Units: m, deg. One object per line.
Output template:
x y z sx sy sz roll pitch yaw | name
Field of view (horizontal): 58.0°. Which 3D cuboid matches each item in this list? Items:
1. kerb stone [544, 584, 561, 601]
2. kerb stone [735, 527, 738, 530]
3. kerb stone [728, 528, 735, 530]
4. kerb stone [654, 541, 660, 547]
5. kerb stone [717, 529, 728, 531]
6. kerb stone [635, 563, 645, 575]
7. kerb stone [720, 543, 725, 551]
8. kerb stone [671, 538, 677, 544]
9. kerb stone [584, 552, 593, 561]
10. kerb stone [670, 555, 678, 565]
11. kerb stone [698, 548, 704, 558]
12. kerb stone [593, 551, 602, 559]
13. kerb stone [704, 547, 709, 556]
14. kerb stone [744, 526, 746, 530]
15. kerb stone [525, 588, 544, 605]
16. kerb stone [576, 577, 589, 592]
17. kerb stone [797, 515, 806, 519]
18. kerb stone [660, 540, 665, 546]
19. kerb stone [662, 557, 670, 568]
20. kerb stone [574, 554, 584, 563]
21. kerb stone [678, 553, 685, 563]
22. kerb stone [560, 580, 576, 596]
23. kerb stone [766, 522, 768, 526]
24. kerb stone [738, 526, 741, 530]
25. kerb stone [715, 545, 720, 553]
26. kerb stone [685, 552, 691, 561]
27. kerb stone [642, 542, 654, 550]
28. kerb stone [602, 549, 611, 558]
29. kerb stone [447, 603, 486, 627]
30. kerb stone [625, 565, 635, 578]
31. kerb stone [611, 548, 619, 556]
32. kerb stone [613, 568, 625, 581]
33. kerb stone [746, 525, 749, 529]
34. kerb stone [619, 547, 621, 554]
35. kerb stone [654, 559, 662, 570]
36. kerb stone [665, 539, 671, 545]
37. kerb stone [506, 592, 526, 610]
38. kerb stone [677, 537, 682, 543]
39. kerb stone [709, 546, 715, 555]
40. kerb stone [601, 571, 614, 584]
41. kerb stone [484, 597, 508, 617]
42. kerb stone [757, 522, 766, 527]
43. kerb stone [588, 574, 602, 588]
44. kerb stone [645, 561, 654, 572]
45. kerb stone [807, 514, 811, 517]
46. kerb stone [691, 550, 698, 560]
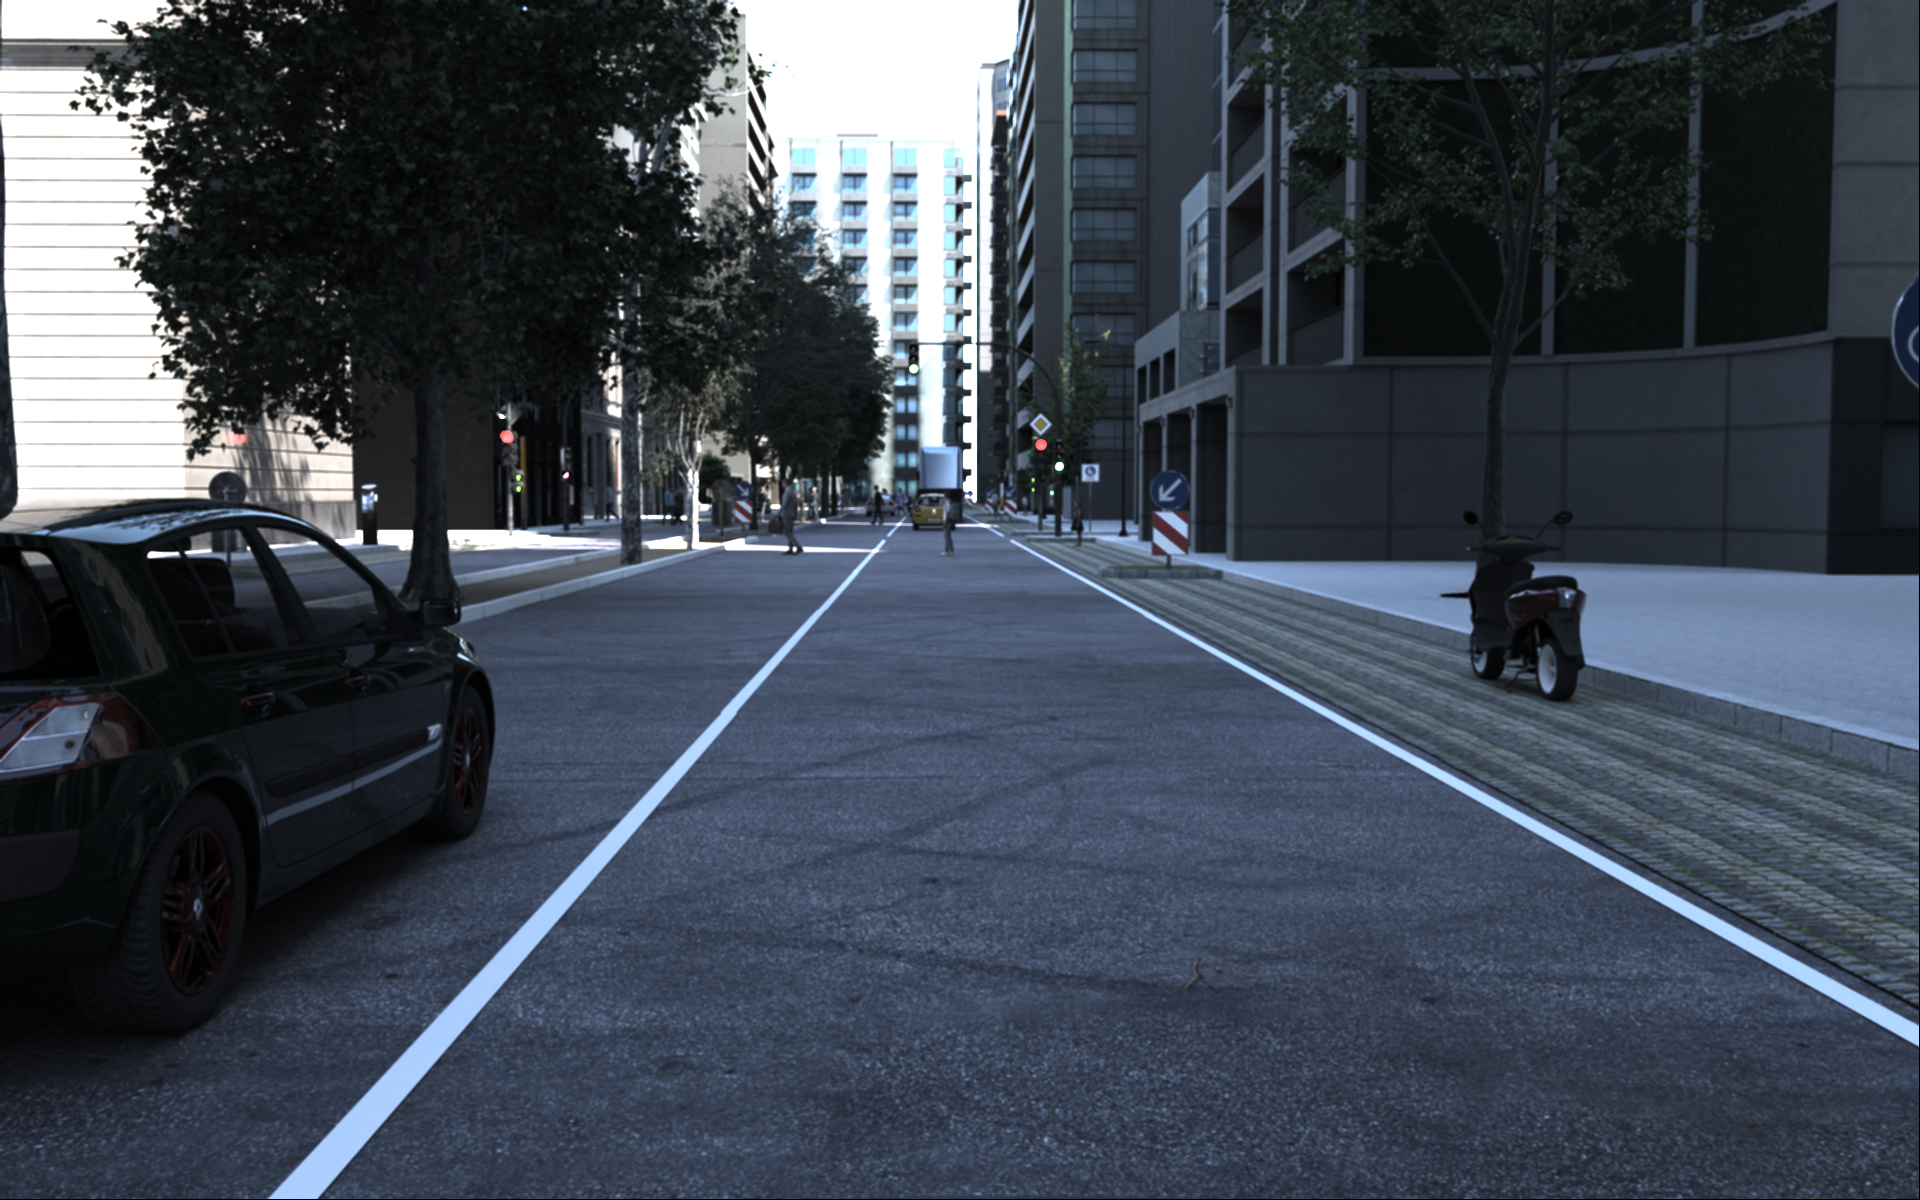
-5.655 -0.090 23.671 0.120 0.150 1.000 0 4 -1 | kerb stone
-8.562 -2.625 65.118 0.120 0.150 1.000 0 4 -1 | kerb stone
-8.541 -2.562 64.086 0.120 0.150 1.000 0 4 -1 | kerb stone
-8.196 -1.460 46.111 0.120 0.150 1.000 0 4 -1 | kerb stone
-8.503 -2.437 62.035 0.120 0.150 1.000 0 4 -1 | kerb stone
-5.800 -0.527 30.844 0.120 0.150 1.000 0 4 -1 | kerb stone
-6.037 -1.278 43.136 0.120 0.150 1.000 0 4 -1 | kerb stone
-8.255 -1.650 49.196 0.120 0.150 1.000 0 4 -1 | kerb stone
-8.019 -0.899 36.890 0.120 0.150 1.000 0 4 -1 | kerb stone
-5.879 -0.779 34.933 0.120 0.150 1.000 0 4 -1 | kerb stone
-5.956 -1.029 39.028 0.120 0.150 1.000 0 4 -1 | kerb stone
-8.044 -0.962 37.917 0.120 0.150 1.000 0 4 -1 | kerb stone
-5.978 -1.092 40.051 0.120 0.150 1.000 0 4 -1 | kerb stone
-8.624 -2.813 68.192 0.120 0.150 1.000 0 4 -1 | kerb stone
-5.648 -0.027 22.649 0.120 0.150 1.000 0 4 -1 | kerb stone
-5.701 -0.216 25.721 0.120 0.150 1.000 0 4 -1 | kerb stone
-9.254 -4.822 101.037 0.120 0.150 1.000 0 4 -1 | kerb stone
-8.221 -1.525 47.132 0.120 0.150 1.000 0 4 -1 | kerb stone
-5.856 -0.717 33.912 0.120 0.150 1.000 0 4 -1 | kerb stone
-7.993 -0.836 35.868 0.120 0.150 1.000 0 4 -1 | kerb stone
-5.901 -0.842 35.956 0.120 0.150 1.000 0 4 -1 | kerb stone
-5.677 -0.153 24.694 0.120 0.150 1.000 0 4 -1 | kerb stone
-8.807 -3.377 77.446 0.120 0.150 1.000 0 4 -1 | kerb stone
-8.584 -2.686 66.144 0.120 0.150 1.000 0 4 -1 | kerb stone
-6.020 -1.218 42.105 0.120 0.150 1.000 0 4 -1 | kerb stone
-5.922 -0.904 36.984 0.120 0.150 1.000 0 4 -1 | kerb stone
-8.180 -1.391 45.082 0.120 0.150 1.000 0 4 -1 | kerb stone
-8.057 -1.024 38.939 0.120 0.150 1.000 0 4 -1 | kerb stone
-5.576 0.160 19.577 0.120 0.150 1.000 0 4 -1 | kerb stone
-5.781 -0.466 29.820 0.120 0.150 1.000 0 4 -1 | kerb stone
-8.069 -1.087 39.961 0.120 0.150 1.000 0 4 -1 | kerb stone
-5.767 -0.399 28.791 0.120 0.150 1.000 0 4 -1 | kerb stone
-8.644 -2.875 69.218 0.120 0.150 1.000 0 4 -1 | kerb stone
-8.098 -1.149 40.984 0.120 0.150 1.000 0 4 -1 | kerb stone
-5.840 -0.651 32.887 0.120 0.150 1.000 0 4 -1 | kerb stone
-8.236 -1.582 48.166 0.120 0.150 1.000 0 4 -1 | kerb stone
-5.623 0.038 21.621 0.120 0.150 1.000 0 4 -1 | kerb stone
-8.276 -1.714 50.217 0.120 0.150 1.000 0 4 -1 | kerb stone
-5.997 -1.154 41.078 0.120 0.150 1.000 0 4 -1 | kerb stone
-5.739 -0.341 27.770 0.120 0.150 1.000 0 4 -1 | kerb stone
-5.595 0.103 20.599 0.120 0.150 1.000 0 4 -1 | kerb stone
-8.782 -3.315 76.418 0.120 0.150 1.000 0 4 -1 | kerb stone
-5.716 -0.278 26.743 0.120 0.150 1.000 0 4 -1 | kerb stone
-5.822 -0.588 31.866 0.120 0.150 1.000 0 4 -1 | kerb stone
-9.381 -5.198 107.188 0.120 0.150 1.000 0 4 -1 | kerb stone
-5.937 -0.963 38.006 0.120 0.150 1.000 0 4 -1 | kerb stone
